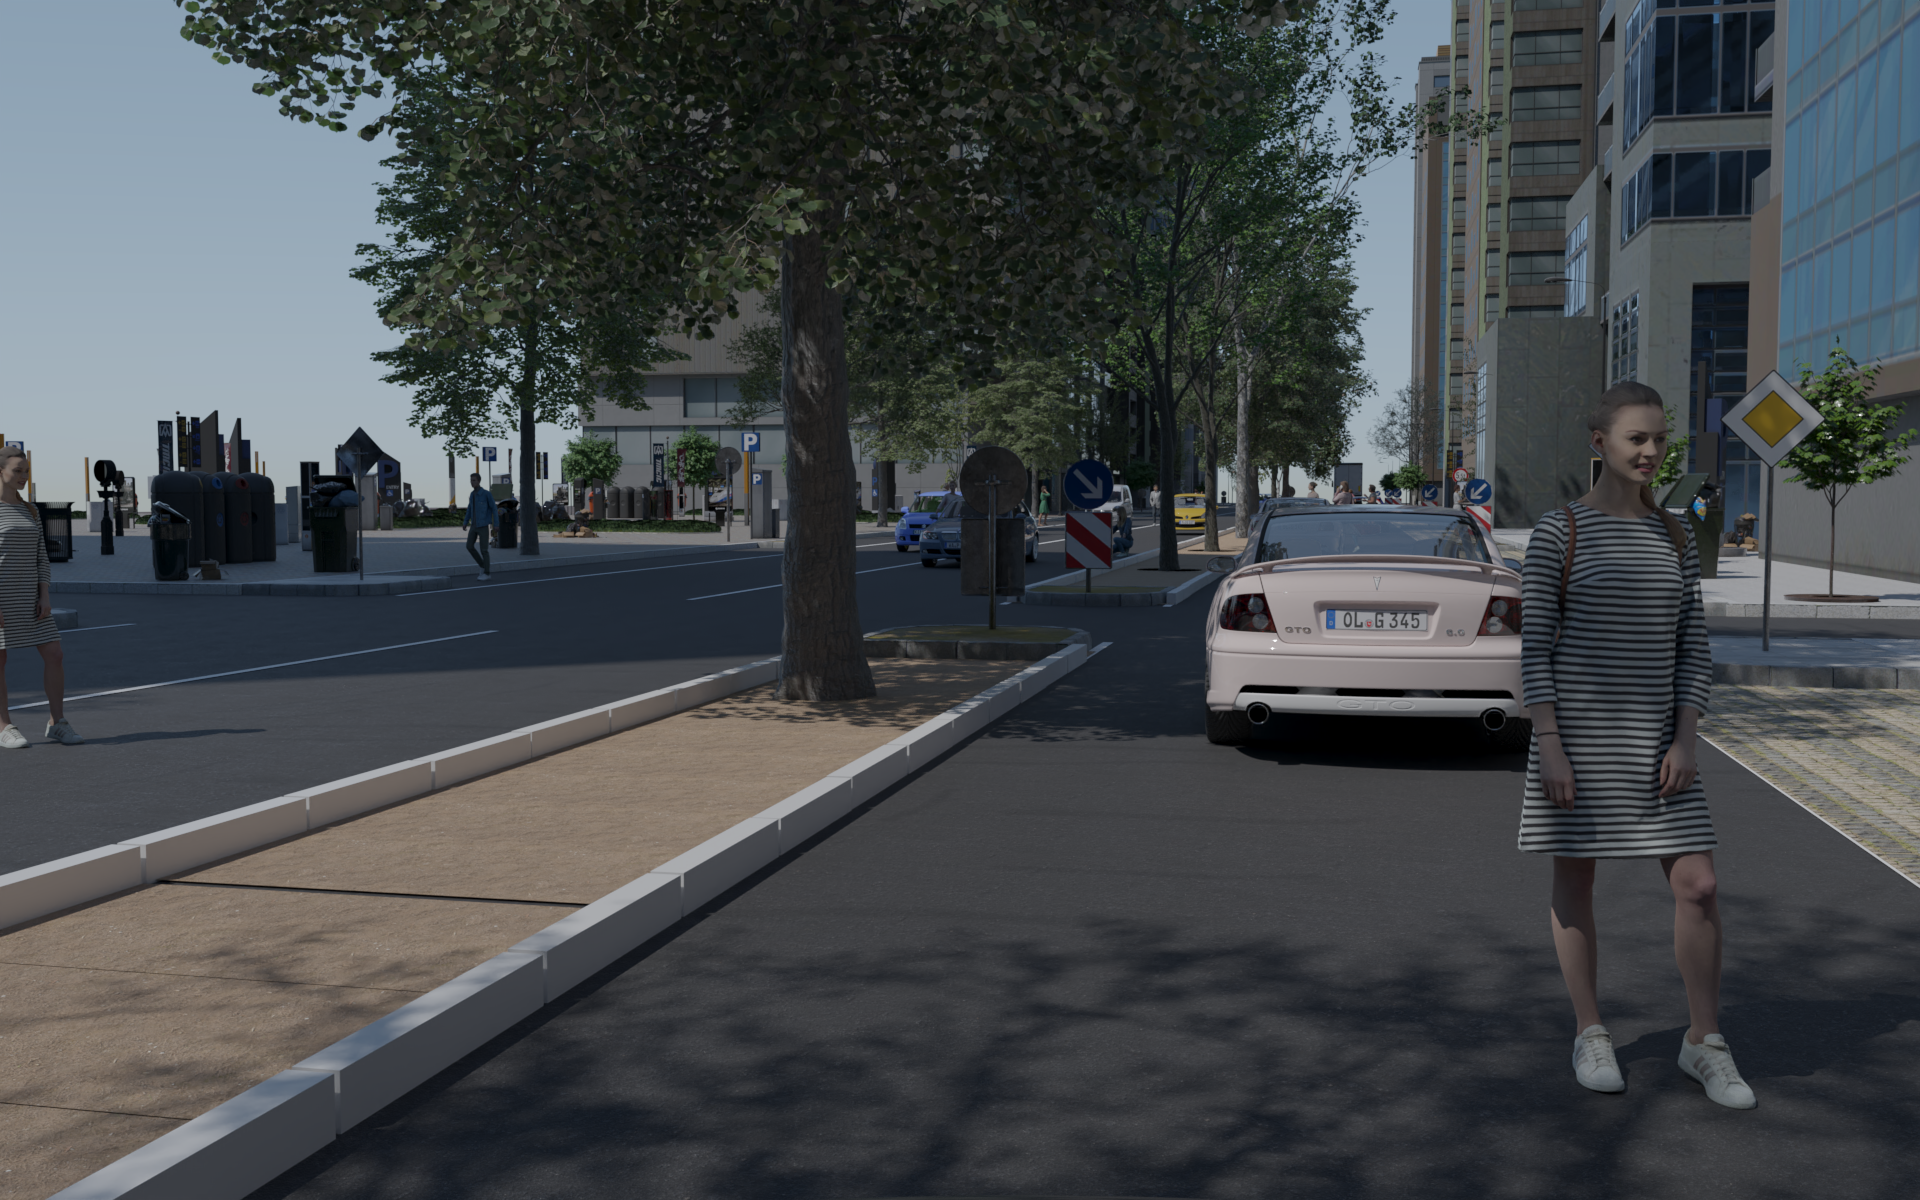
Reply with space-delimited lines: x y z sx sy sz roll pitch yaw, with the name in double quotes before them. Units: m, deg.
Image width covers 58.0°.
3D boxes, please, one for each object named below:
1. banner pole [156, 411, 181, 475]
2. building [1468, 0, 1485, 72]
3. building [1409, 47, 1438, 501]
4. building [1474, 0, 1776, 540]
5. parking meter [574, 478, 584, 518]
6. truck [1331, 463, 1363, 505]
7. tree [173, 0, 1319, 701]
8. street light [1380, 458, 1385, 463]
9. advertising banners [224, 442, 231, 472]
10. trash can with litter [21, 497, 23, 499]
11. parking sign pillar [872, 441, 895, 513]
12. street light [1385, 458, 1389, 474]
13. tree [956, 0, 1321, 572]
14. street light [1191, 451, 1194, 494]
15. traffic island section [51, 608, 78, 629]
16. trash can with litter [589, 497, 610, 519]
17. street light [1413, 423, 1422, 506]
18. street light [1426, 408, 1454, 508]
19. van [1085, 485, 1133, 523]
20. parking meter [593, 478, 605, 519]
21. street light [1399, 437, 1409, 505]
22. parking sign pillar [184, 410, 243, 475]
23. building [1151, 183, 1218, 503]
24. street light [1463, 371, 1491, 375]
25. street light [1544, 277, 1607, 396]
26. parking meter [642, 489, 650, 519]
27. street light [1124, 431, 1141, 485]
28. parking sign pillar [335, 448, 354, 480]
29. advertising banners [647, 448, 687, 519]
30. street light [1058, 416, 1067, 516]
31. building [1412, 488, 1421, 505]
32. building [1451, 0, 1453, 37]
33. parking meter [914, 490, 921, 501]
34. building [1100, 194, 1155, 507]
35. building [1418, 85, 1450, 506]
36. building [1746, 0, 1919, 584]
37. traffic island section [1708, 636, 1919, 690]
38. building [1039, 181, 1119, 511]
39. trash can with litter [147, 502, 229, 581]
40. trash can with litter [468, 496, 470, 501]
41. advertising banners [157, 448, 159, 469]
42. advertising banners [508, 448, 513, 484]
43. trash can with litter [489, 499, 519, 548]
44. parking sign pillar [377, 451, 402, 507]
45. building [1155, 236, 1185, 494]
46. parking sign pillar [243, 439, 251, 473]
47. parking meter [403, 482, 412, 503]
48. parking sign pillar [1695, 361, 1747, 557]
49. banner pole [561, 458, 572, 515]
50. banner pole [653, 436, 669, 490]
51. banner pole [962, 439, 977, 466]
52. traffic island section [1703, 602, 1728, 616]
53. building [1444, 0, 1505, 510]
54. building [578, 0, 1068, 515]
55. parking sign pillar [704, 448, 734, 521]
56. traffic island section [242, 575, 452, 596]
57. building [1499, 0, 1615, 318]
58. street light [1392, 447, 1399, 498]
"banner pole" -23.626 -3.786 51.921 0.401 3.779 0.863 3 5 39
"building" 41.578 -28.504 116.148 14.600 45.320 14.200 1 4 13
"building" 71.686 -42.257 232.898 21.231 58.520 28.212 1 4 13
"building" 29.464 -45.332 53.856 22.319 86.520 31.000 1 4 13
"parking meter" -13.392 -3.375 60.896 0.255 1.863 0.399 0 4 6
"truck" 35.692 -10.435 159.531 2.839 4.237 11.283 1 4 12
"tree" -0.958 -6.274 11.688 9.857 13.997 8.962 0 3 0
"street light" 54.785 -15.235 221.628 1.470 5.913 1.316 1 4 13
"advertising banners" -25.481 -3.872 59.490 2.074 3.025 0.090 3 5 43
"trash can with litter" -60.420 -6.103 111.172 0.624 1.170 1.055 -1 4 -16
"parking sign pillar" -3.845 -6.029 87.048 1.447 3.967 1.447 3 5 40
"street light" 48.419 -13.486 193.032 1.470 5.913 1.316 1 4 13
"tree" 3.793 -6.342 31.903 9.928 11.665 9.643 0 3 0
"street light" 24.946 -12.851 182.650 1.470 5.913 1.316 1 4 13
"traffic island section" -10.703 0.259 18.051 2.009 0.180 2.903 1 4 13
"trash can with litter" -17.412 -4.396 83.266 1.055 1.170 0.624 -3 5 -45
"street light" 30.295 -8.586 112.924 1.470 5.913 1.316 1 4 13
"street light" 26.076 -7.412 93.719 1.470 5.913 1.316 1 4 13
"van" 6.592 -4.248 76.466 2.013 2.044 4.112 1 4 13
"parking meter" -13.249 -3.540 63.591 0.399 1.863 0.255 0 4 2
"street light" 36.717 -10.297 140.897 1.470 5.913 1.316 1 4 13
"parking sign pillar" -24.369 -4.124 55.902 1.447 3.967 1.447 1 4 18
"building" 24.365 -42.690 239.981 21.231 58.520 28.212 1 4 13
"street light" 19.691 -5.680 65.408 1.470 5.913 1.316 1 4 13
"street light" 13.194 -3.949 37.106 1.470 5.913 1.316 1 4 13
"parking meter" -15.709 -4.790 86.719 0.372 1.533 0.369 0 3 0
"street light" 12.756 -9.546 128.611 1.470 5.913 1.316 1 4 13
"parking sign pillar" -35.839 -6.876 100.897 1.447 3.967 1.447 1 4 12
"advertising banners" -11.077 -4.244 65.583 0.090 3.025 2.074 3 4 37
"street light" 6.387 -7.834 100.627 1.470 5.913 1.316 1 4 13
"building" 70.882 -31.488 206.716 32.217 40.220 23.993 1 4 13
"building" 53.033 -37.155 149.477 21.231 58.520 28.212 1 4 13
"parking meter" -2.460 -5.592 99.843 0.372 1.533 0.369 0 3 0
"building" 10.413 -24.056 165.023 14.160 30.474 14.107 1 4 13
"building" 57.900 -33.014 189.896 14.600 45.320 14.200 1 4 13
"building" 20.839 -22.907 24.648 14.200 45.320 14.600 1 4 13
"traffic island section" 6.606 0.496 14.164 2.009 0.180 2.903 1 4 13
"building" 0.414 -32.067 143.904 23.786 49.044 30.456 1 4 13
"trash can with litter" -11.544 -0.887 25.892 1.055 1.170 0.624 -2 4 -31
"trash can with litter" -24.068 -4.497 84.582 1.678 1.210 2.233 0 4 1
"advertising banners" -30.818 -4.349 67.296 0.090 3.025 2.074 0 4 -6
"advertising banners" -17.220 -4.240 65.505 0.090 3.025 2.074 0 4 4
"trash can with litter" -10.877 -1.815 41.062 0.624 1.170 1.055 -3 5 -39
"parking sign pillar" -32.725 -6.779 99.315 1.447 3.967 1.447 -1 4 -20
"building" 17.280 -25.686 191.662 14.160 30.474 14.107 1 4 13
"parking sign pillar" -25.684 -4.483 61.765 1.447 3.967 1.447 -3 4 -36
"parking meter" -26.416 -4.719 82.864 0.399 1.863 0.255 -1 4 -12
"parking sign pillar" 15.518 -2.893 35.778 1.447 3.967 1.447 2 4 31
"banner pole" -23.959 -7.073 105.666 0.863 3.779 0.401 -3 4 -36
"banner pole" -12.881 -5.199 75.013 0.863 3.779 0.401 -1 4 -12
"banner pole" 0.361 -5.415 78.556 0.863 3.779 0.401 1 4 12
"traffic island section" 8.360 0.020 21.955 2.009 0.180 2.903 1 4 13
"building" 43.937 -27.316 130.213 14.154 41.232 14.086 1 4 13
"building" -7.650 -32.215 115.957 28.713 52.752 27.495 1 4 13
"parking sign pillar" -11.593 -5.793 83.180 1.447 3.967 1.447 0 4 6
"traffic island section" -8.949 -0.218 25.842 2.009 0.180 2.903 1 4 13
"building" 33.948 -19.212 85.818 14.160 30.474 14.107 1 4 13
"street light" 43.081 -12.028 169.203 1.470 5.913 1.316 1 4 13
